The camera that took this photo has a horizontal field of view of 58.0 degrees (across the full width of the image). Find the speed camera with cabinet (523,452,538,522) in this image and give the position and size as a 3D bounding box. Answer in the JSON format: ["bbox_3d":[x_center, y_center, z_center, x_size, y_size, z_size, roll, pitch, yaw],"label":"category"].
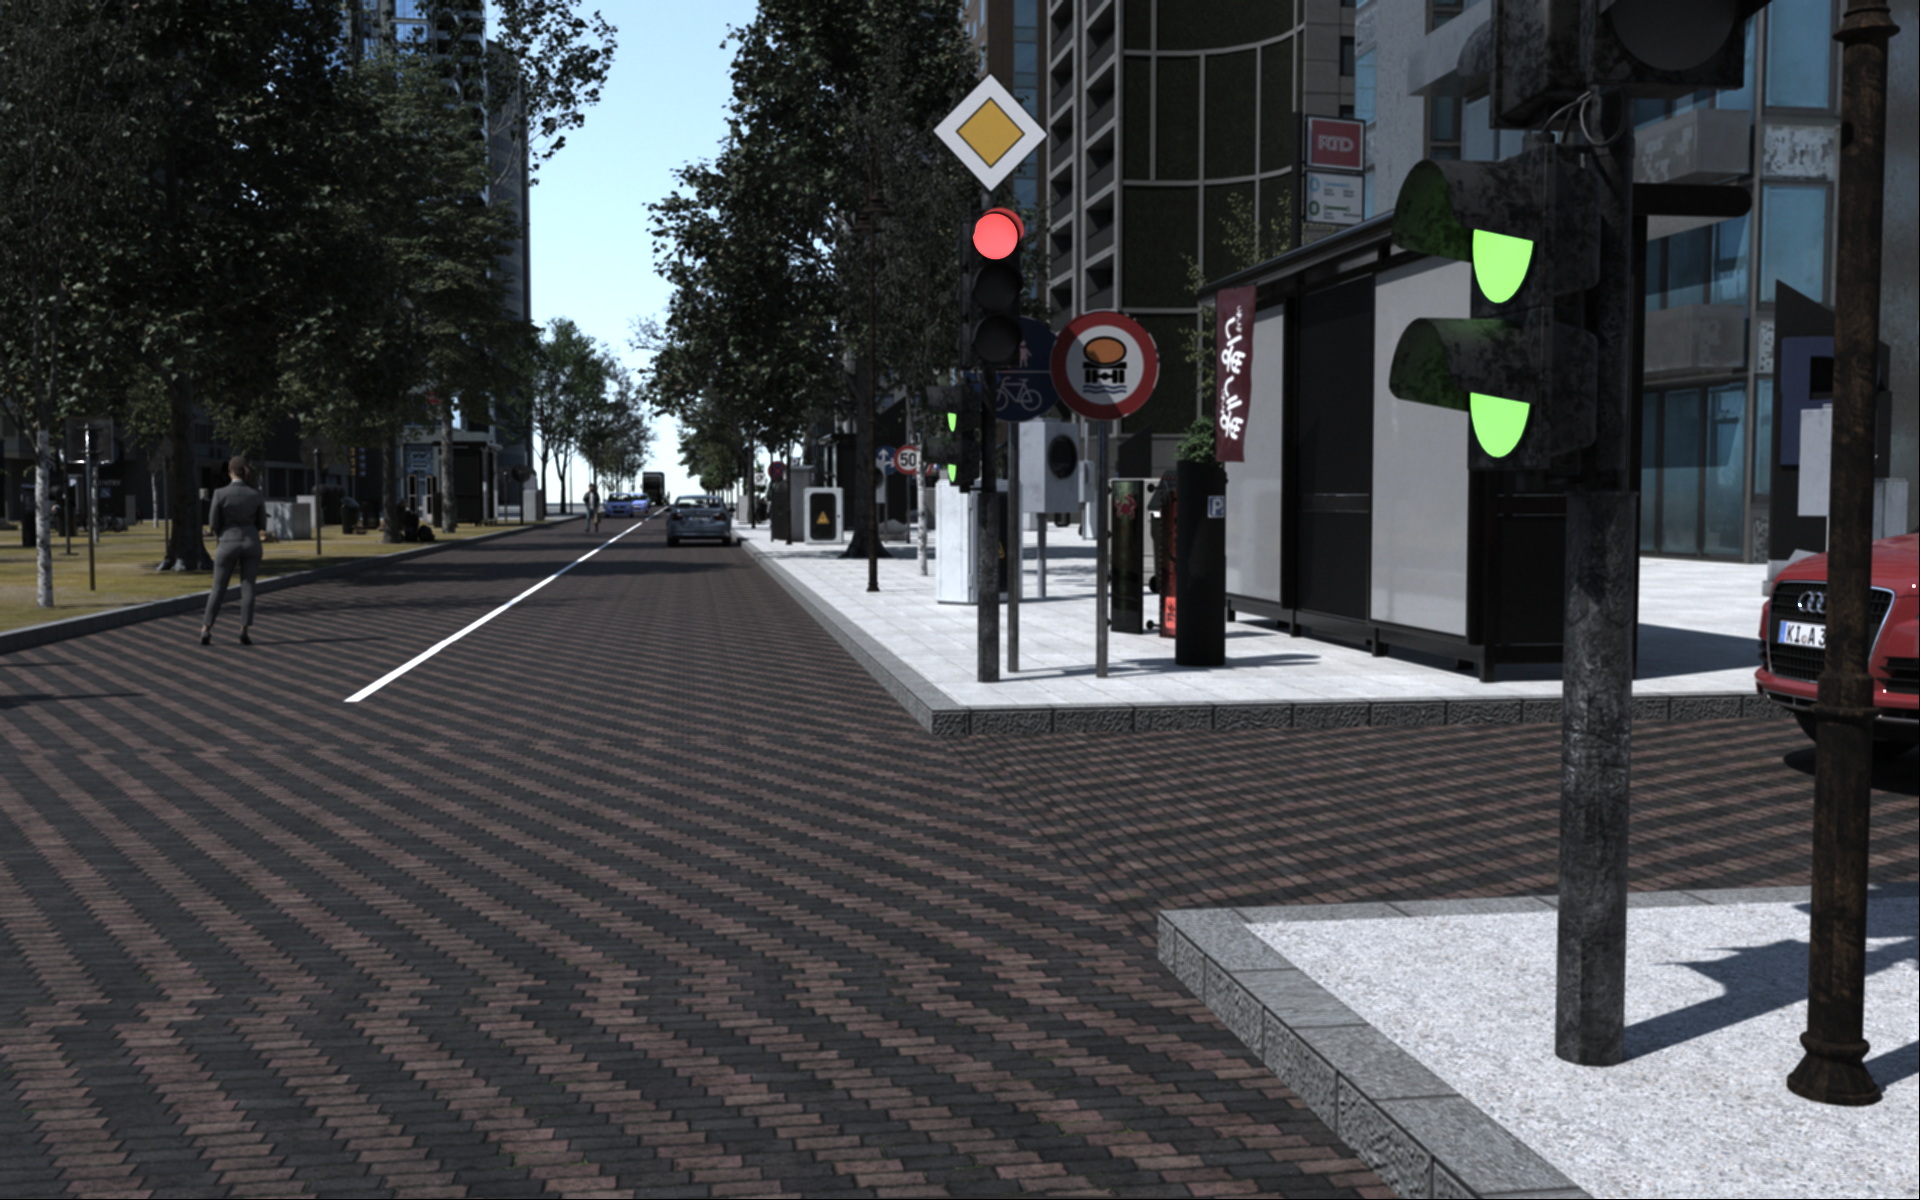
[{"bbox_3d":[-19.811,-5.234,79.907,0.660,3.252,2.038,-1,4,-12],"label":"speed camera with cabinet"}]

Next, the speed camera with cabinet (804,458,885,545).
[{"bbox_3d":[-2.941,-3.045,44.116,2.038,3.252,0.660,0,4,-6],"label":"speed camera with cabinet"}]

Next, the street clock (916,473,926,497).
[{"bbox_3d":[-1.197,-2.991,53.470,0.358,2.002,0.471,-1,4,-13],"label":"street clock"}]

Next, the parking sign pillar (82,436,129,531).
[{"bbox_3d":[-29.761,-4.387,60.205,1.447,3.967,1.447,-2,4,-28],"label":"parking sign pillar"}]

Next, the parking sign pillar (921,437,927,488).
[{"bbox_3d":[-2.160,-5.519,78.700,1.447,3.967,1.447,1,4,21],"label":"parking sign pillar"}]

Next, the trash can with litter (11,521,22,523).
[{"bbox_3d":[-40.860,-3.992,76.330,1.678,1.210,2.233,-1,4,-19],"label":"trash can with litter"}]

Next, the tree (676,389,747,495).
[{"bbox_3d":[-24.402,-15.486,171.317,7.486,12.596,7.792,0,3,0],"label":"tree"}]

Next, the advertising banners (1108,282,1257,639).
[{"bbox_3d":[1.913,-1.167,15.275,0.090,3.025,2.074,-2,4,-31],"label":"advertising banners"}]

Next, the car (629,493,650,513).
[{"bbox_3d":[-24.276,-7.368,130.064,1.945,1.707,3.694,-1,4,-10],"label":"car"}]

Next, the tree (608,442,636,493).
[{"bbox_3d":[-42.688,-16.341,217.538,4.360,8.622,3.978,0,3,0],"label":"tree"}]

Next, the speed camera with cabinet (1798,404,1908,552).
[{"bbox_3d":[9.500,-1.471,18.388,0.660,3.252,2.038,3,5,42],"label":"speed camera with cabinet"}]

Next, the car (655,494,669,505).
[{"bbox_3d":[-40.022,-13.586,232.353,2.015,1.641,3.980,0,4,-7],"label":"car"}]

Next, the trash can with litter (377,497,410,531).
[{"bbox_3d":[-19.608,-2.965,59.869,0.624,1.170,1.055,2,4,27],"label":"trash can with litter"}]

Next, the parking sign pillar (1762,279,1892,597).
[{"bbox_3d":[10.810,-2.021,21.518,1.447,3.967,1.447,1,4,20],"label":"parking sign pillar"}]

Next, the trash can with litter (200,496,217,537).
[{"bbox_3d":[-22.820,-2.485,51.689,1.678,1.210,2.233,1,4,10],"label":"trash can with litter"}]

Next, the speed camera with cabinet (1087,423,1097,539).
[{"bbox_3d":[3.715,-3.330,48.775,0.660,3.252,2.038,2,4,31],"label":"speed camera with cabinet"}]

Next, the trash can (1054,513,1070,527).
[{"bbox_3d":[4.018,-3.449,68.038,0.748,1.137,0.748,0,3,0],"label":"trash can"}]

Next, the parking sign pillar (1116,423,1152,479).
[{"bbox_3d":[6.565,-4.712,65.518,1.447,3.967,1.447,-1,4,-11],"label":"parking sign pillar"}]

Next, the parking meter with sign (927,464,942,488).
[{"bbox_3d":[-1.712,-5.213,81.493,1.738,3.016,0.543,-3,4,-38],"label":"parking meter with sign"}]

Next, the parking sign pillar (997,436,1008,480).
[{"bbox_3d":[1.776,-4.711,65.497,1.447,3.967,1.447,2,4,34],"label":"parking sign pillar"}]

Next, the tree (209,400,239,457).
[{"bbox_3d":[-30.743,-7.063,65.848,4.737,8.622,4.395,0,3,0],"label":"tree"}]

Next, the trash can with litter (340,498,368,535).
[{"bbox_3d":[-19.182,-2.665,54.966,1.055,1.170,0.624,3,4,36],"label":"trash can with litter"}]

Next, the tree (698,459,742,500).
[{"bbox_3d":[-19.644,-9.786,143.710,4.285,4.588,4.351,0,3,0],"label":"tree"}]

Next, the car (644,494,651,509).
[{"bbox_3d":[-31.314,-9.867,170.126,1.959,1.807,4.718,-1,4,-11],"label":"car"}]

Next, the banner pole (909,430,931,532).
[{"bbox_3d":[-1.393,-4.228,59.137,0.863,3.779,0.401,2,4,30],"label":"banner pole"}]

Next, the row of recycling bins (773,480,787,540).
[{"bbox_3d":[-4.888,-2.606,49.713,1.069,1.692,3.534,0,4,-8],"label":"row of recycling bins"}]

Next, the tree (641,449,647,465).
[{"bbox_3d":[-45.309,-17.672,239.305,4.737,8.622,4.395,0,3,0],"label":"tree"}]

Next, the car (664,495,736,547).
[{"bbox_3d":[-7.304,-2.240,48.624,2.014,1.417,4.499,0,4,-7],"label":"car"}]

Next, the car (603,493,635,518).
[{"bbox_3d":[-20.911,-5.917,106.327,1.945,1.707,3.694,-1,4,-10],"label":"car"}]

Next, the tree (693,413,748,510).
[{"bbox_3d":[-16.882,-10.666,124.750,4.737,8.622,4.395,0,3,0],"label":"tree"}]

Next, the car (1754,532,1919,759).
[{"bbox_3d":[6.736,-0.014,8.908,5.304,1.827,2.281,-1,4,-10],"label":"car"}]

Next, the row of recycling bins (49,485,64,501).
[{"bbox_3d":[-41.099,-4.446,79.810,1.069,1.692,3.534,2,4,31],"label":"row of recycling bins"}]

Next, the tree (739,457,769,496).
[{"bbox_3d":[-10.292,-5.763,88.823,1.663,3.219,1.824,0,3,0],"label":"tree"}]

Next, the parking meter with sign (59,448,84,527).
[{"bbox_3d":[-34.059,-4.325,66.979,0.543,3.016,1.738,0,4,7],"label":"parking meter with sign"}]

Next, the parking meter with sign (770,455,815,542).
[{"bbox_3d":[-4.238,-3.055,46.204,1.738,3.016,0.543,1,4,14],"label":"parking meter with sign"}]

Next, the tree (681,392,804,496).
[{"bbox_3d":[-13.584,-10.817,111.268,8.767,10.594,7.601,1,4,20],"label":"tree"}]

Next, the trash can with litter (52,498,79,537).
[{"bbox_3d":[-26.840,-2.484,51.995,0.624,1.170,1.055,-1,4,-19],"label":"trash can with litter"}]

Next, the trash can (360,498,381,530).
[{"bbox_3d":[-21.324,-3.122,62.695,0.748,1.137,0.748,0,3,0],"label":"trash can"}]

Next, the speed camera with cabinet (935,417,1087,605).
[{"bbox_3d":[0.591,-1.614,20.722,0.660,3.252,2.038,3,5,42],"label":"speed camera with cabinet"}]

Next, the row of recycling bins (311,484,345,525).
[{"bbox_3d":[-26.533,-4.023,72.883,1.069,1.692,3.534,-1,4,-9],"label":"row of recycling bins"}]

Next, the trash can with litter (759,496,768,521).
[{"bbox_3d":[-9.618,-4.314,81.915,1.055,1.170,0.624,0,4,-8],"label":"trash can with litter"}]

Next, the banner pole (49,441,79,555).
[{"bbox_3d":[-18.870,-2.825,36.208,0.401,3.779,0.863,1,4,15],"label":"banner pole"}]

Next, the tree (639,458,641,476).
[{"bbox_3d":[-36.633,-14.043,179.959,4.737,8.622,4.395,0,3,0],"label":"tree"}]

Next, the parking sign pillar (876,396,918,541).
[{"bbox_3d":[-2.147,-3.613,47.546,1.447,3.967,1.447,-2,4,-24],"label":"parking sign pillar"}]

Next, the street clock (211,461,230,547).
[{"bbox_3d":[-16.052,-2.024,37.658,0.358,2.002,0.471,0,4,-1],"label":"street clock"}]

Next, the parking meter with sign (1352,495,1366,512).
[{"bbox_3d":[8.504,-2.542,37.815,1.738,3.016,0.543,0,4,-5],"label":"parking meter with sign"}]

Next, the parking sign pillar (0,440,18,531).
[{"bbox_3d":[-34.091,-4.440,61.066,1.447,3.967,1.447,-3,5,-41],"label":"parking sign pillar"}]
